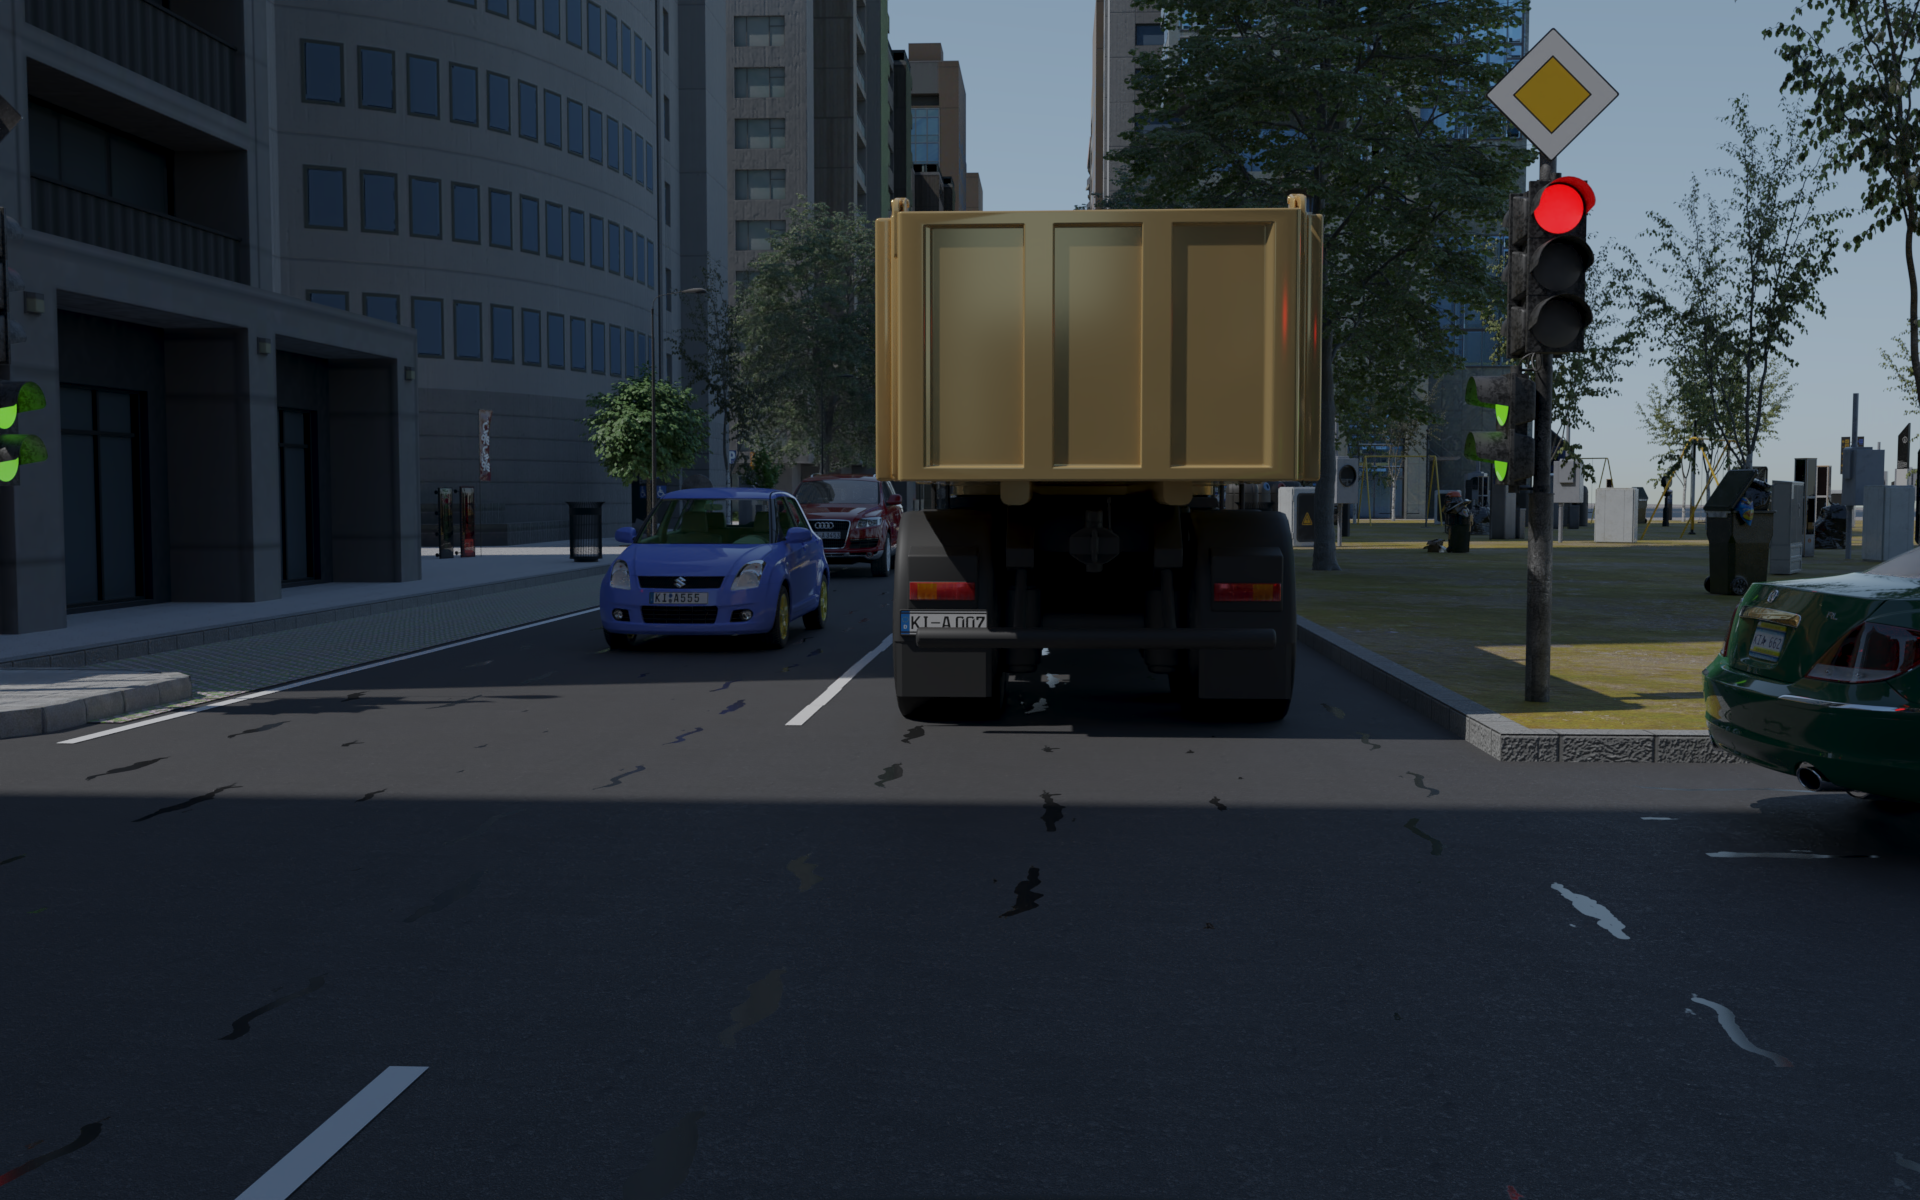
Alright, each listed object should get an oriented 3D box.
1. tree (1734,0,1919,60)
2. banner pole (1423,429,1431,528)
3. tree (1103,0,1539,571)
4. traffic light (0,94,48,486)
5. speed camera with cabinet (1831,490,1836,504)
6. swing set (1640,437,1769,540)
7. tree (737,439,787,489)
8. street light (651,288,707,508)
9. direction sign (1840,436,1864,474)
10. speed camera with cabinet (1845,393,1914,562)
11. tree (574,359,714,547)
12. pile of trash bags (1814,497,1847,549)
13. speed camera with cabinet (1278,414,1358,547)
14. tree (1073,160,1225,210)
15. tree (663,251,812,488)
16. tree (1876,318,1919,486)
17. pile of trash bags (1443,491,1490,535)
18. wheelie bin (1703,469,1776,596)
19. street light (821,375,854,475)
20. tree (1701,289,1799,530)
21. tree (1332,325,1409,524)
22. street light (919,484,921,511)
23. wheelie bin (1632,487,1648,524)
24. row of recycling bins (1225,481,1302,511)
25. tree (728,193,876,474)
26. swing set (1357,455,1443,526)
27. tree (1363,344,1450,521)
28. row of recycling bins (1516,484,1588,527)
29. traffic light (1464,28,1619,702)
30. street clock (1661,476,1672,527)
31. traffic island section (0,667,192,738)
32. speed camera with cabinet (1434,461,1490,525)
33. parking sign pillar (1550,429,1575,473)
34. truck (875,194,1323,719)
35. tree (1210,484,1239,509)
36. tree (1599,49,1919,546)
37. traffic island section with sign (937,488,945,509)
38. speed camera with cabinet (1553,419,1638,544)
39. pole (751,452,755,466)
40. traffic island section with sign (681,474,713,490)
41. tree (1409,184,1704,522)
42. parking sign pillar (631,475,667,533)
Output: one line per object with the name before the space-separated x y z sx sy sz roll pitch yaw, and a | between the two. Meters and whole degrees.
tree | 9.261 -4.015 16.002 4.360 8.622 3.978 0 3 0
banner pole | 17.884 -4.661 66.220 0.401 3.779 0.863 0 4 7
tree | 5.903 -6.753 28.536 7.486 12.596 7.792 0 3 0
traffic light | -6.386 -1.359 11.148 0.839 4.253 0.868 0 4 3
speed camera with cabinet | 34.109 -4.375 65.863 2.038 3.252 0.660 2 4 33
swing set | 20.994 -3.108 48.438 2.862 2.851 3.119 3 5 44
tree | -6.934 -3.998 59.961 1.663 3.219 1.824 0 3 0
street light | -6.407 -4.081 39.258 1.470 5.913 1.316 0 4 3
direction sign | 35.063 -4.656 68.130 0.379 3.537 0.876 -3 4 -38
speed camera with cabinet | 17.656 -2.384 33.306 0.660 3.252 2.038 0 4 6
tree | -7.703 -3.580 42.253 4.285 4.588 4.351 0 3 0
pile of trash bags | 19.840 -1.892 40.687 1.912 1.369 3.447 2 4 31
speed camera with cabinet | 8.736 -2.927 42.190 2.038 3.252 0.660 -2 4 -28
tree | 7.363 -9.632 64.133 9.857 13.997 8.962 0 3 0
tree | -6.932 -6.300 53.363 4.360 8.622 3.978 0 3 0
tree | 29.374 -6.125 50.508 4.737 8.622 4.395 0 3 0
pile of trash bags | 16.470 -2.815 55.774 1.912 1.369 3.447 -1 4 -9
wheelie bin | 9.960 -0.870 22.139 0.693 1.594 0.980 0 4 -7
street light | -4.828 -5.805 67.450 1.470 5.913 1.316 0 4 3
tree | 26.885 -6.811 61.724 4.737 8.622 4.395 0 3 0
tree | 17.044 -7.579 74.286 4.737 8.622 4.395 0 3 0
street light | -2.138 -8.756 115.697 1.470 5.913 1.316 0 4 3
wheelie bin | 29.450 -4.127 75.385 0.980 1.594 0.693 -1 4 -22
row of recycling bins | 7.968 -2.351 45.558 1.069 1.692 3.534 2 4 35
tree | -5.823 -10.302 75.091 9.857 13.997 8.962 0 3 0
swing set | 17.821 -4.470 70.700 3.119 2.851 2.862 0 4 3
tree | 20.930 -8.083 82.516 4.360 8.622 3.978 0 3 0
row of recycling bins | 23.327 -3.751 68.440 3.534 1.692 1.069 -1 4 -21
traffic light | 3.561 -1.328 10.627 0.839 4.253 0.868 0 4 3
street clock | 27.874 -3.902 68.361 0.471 2.002 0.358 -3 4 -38
traffic island section | -6.426 0.673 11.285 2.009 0.180 2.903 0 4 3
speed camera with cabinet | 20.917 -4.772 72.355 2.038 3.252 0.660 2 4 31
parking sign pillar | 24.377 -5.022 70.580 1.447 3.967 1.447 -2 4 -27
truck | 1.059 -1.147 14.686 3.469 3.379 9.791 0 4 3
tree | 5.648 -3.341 38.339 4.285 4.588 4.351 0 3 0
tree | 14.193 -4.961 31.468 4.360 8.622 3.978 0 3 0
traffic island section with sign | -1.124 -6.153 109.232 1.989 1.847 2.006 0 4 3
speed camera with cabinet | 16.686 -3.126 45.441 2.038 3.252 0.660 2 4 30
pole | -10.087 -5.536 84.351 0.158 3.312 0.155 0 3 0
traffic island section with sign | -5.196 -1.550 33.963 1.989 1.847 2.006 0 4 3
tree | 14.129 -5.562 41.293 4.737 8.622 4.395 0 3 0
parking sign pillar | -8.738 -3.681 48.658 1.447 3.967 1.447 -3 5 -40
